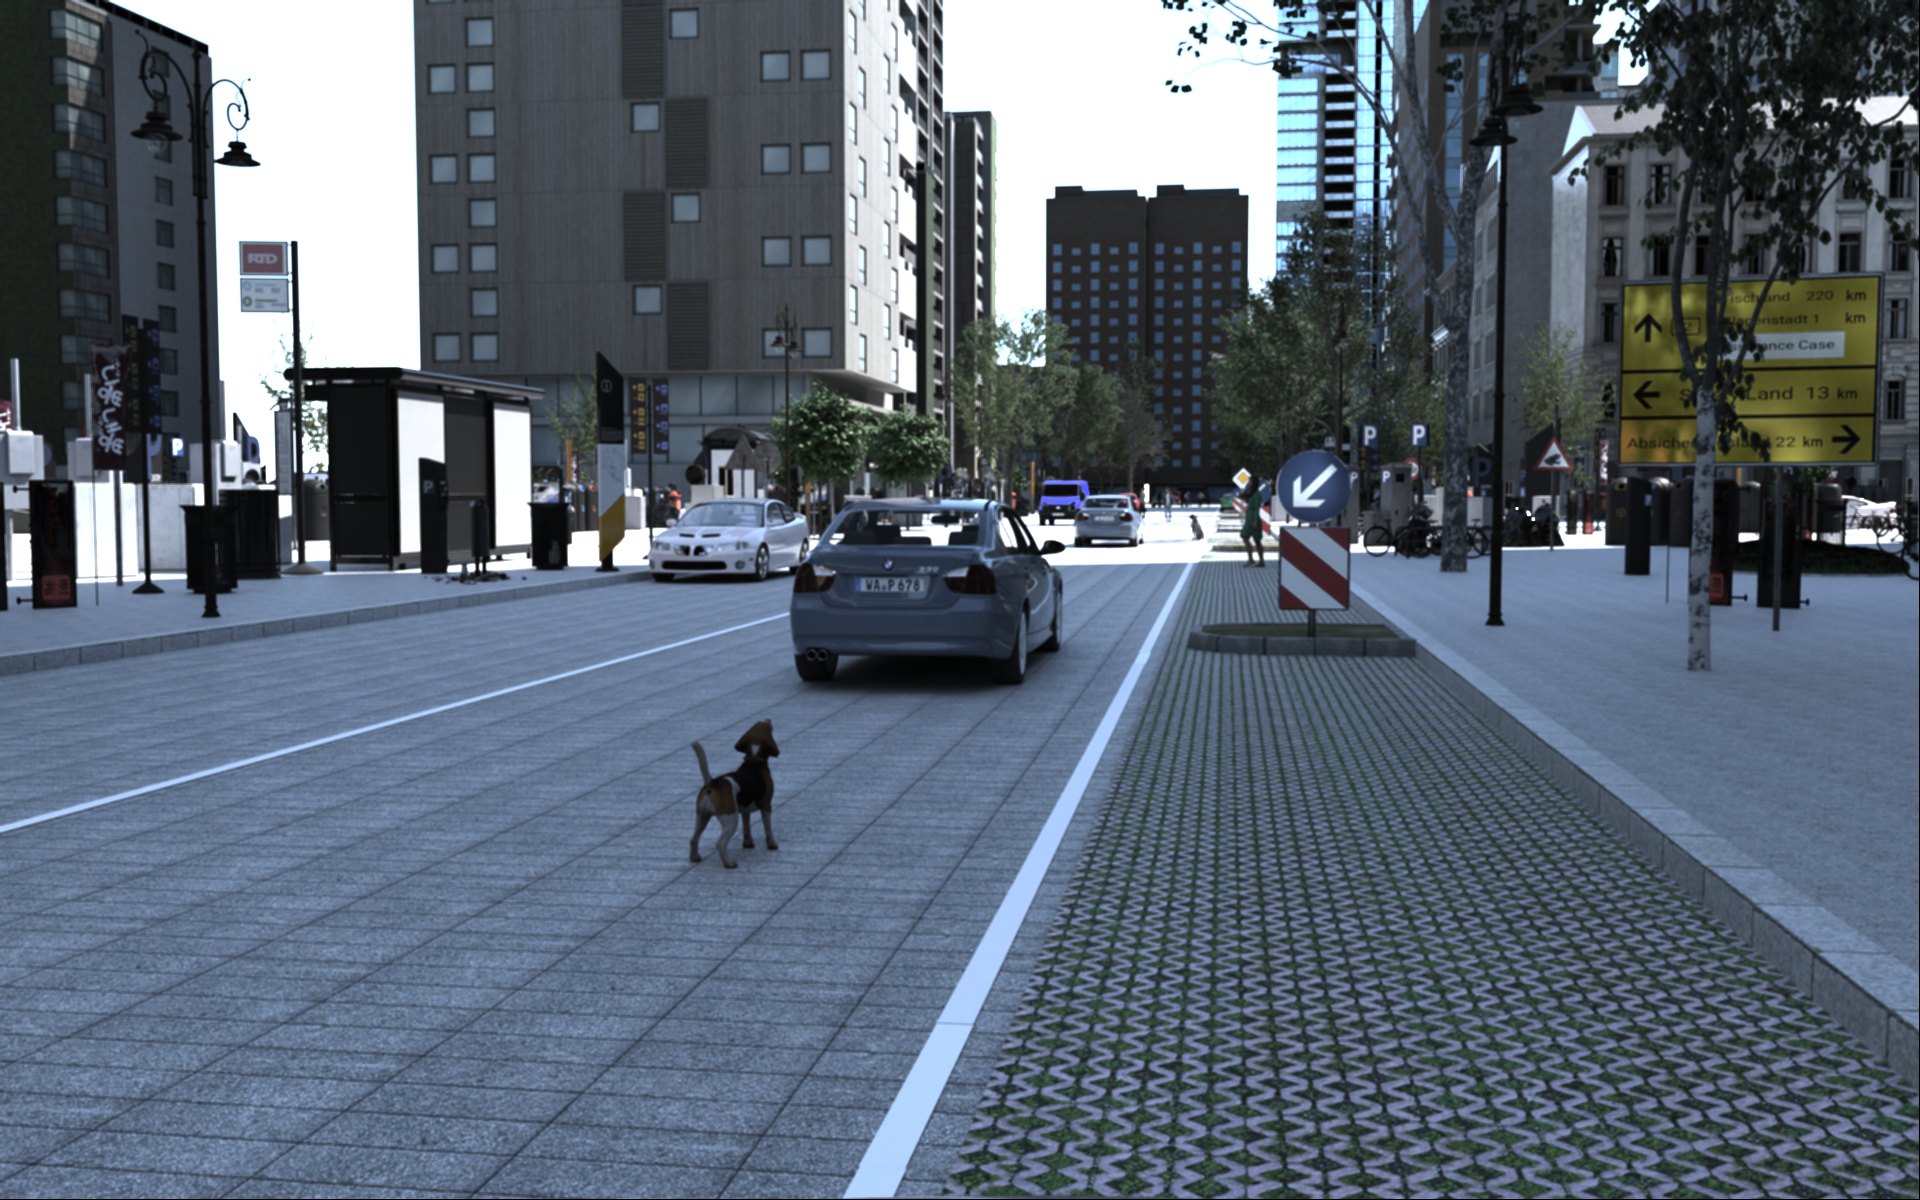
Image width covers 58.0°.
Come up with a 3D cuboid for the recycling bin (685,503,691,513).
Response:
[{"bbox_3d":[-7.496,-2.298,50.133,0.722,1.027,0.722,-3,4,-36],"label":"recycling bin"}]

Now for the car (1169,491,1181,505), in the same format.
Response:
[{"bbox_3d":[27.357,-13.044,221.941,2.281,1.827,5.304,1,4,11],"label":"car"}]

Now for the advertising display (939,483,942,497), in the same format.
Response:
[{"bbox_3d":[-0.935,-5.837,100.642,0.123,1.923,0.974,-2,4,-26],"label":"advertising display"}]

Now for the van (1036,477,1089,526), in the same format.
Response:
[{"bbox_3d":[4.825,-4.611,79.774,2.240,2.365,5.245,1,4,10],"label":"van"}]

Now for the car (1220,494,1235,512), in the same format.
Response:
[{"bbox_3d":[21.477,-7.824,136.716,1.959,1.807,4.718,1,4,9],"label":"car"}]

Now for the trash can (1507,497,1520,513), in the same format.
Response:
[{"bbox_3d":[27.830,-4.605,86.947,0.748,1.137,0.748,0,3,0],"label":"trash can"}]

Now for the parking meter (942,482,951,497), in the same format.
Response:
[{"bbox_3d":[-0.638,-4.610,81.082,0.399,1.863,0.255,-1,4,-16],"label":"parking meter"}]

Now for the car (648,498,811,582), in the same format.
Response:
[{"bbox_3d":[-3.883,-1.071,29.867,2.083,1.381,4.827,1,4,9],"label":"car"}]

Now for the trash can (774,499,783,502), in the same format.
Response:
[{"bbox_3d":[-5.091,-2.120,46.320,0.748,1.137,0.748,0,3,0],"label":"trash can"}]

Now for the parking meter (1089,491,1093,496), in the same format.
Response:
[{"bbox_3d":[10.926,-8.364,145.165,0.372,1.533,0.369,0,3,0],"label":"parking meter"}]

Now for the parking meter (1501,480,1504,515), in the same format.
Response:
[{"bbox_3d":[22.314,-4.041,71.775,0.255,1.863,0.399,-1,4,-15],"label":"parking meter"}]

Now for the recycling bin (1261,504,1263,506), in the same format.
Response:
[{"bbox_3d":[22.023,-6.959,126.336,0.722,1.027,0.722,2,4,32],"label":"recycling bin"}]

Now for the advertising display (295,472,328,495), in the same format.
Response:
[{"bbox_3d":[-18.867,-2.768,50.473,0.974,1.923,0.123,-2,4,-29],"label":"advertising display"}]

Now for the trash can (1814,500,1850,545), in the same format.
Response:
[{"bbox_3d":[20.041,-1.724,39.841,0.748,1.137,0.748,0,3,0],"label":"trash can"}]

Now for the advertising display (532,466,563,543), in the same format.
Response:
[{"bbox_3d":[-9.478,-2.092,39.412,0.974,1.923,0.123,1,4,19],"label":"advertising display"}]

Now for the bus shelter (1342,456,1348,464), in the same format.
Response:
[{"bbox_3d":[22.122,-6.857,103.388,1.731,3.624,6.357,1,4,9],"label":"bus shelter"}]

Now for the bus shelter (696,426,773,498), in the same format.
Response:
[{"bbox_3d":[-6.489,-3.712,54.612,2.014,3.302,5.546,1,4,9],"label":"bus shelter"}]

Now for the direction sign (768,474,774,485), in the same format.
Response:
[{"bbox_3d":[-9.538,-5.859,87.793,0.876,3.537,0.379,-2,4,-29],"label":"direction sign"}]

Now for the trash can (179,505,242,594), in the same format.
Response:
[{"bbox_3d":[-9.690,-0.658,22.417,0.748,1.137,0.748,0,3,0],"label":"trash can"}]

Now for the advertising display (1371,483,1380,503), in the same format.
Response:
[{"bbox_3d":[25.087,-6.077,104.578,0.123,1.923,0.974,3,5,39],"label":"advertising display"}]

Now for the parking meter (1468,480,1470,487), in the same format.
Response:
[{"bbox_3d":[21.518,-4.185,74.143,0.399,1.863,0.255,0,4,-1],"label":"parking meter"}]

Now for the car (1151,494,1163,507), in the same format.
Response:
[{"bbox_3d":[21.887,-11.030,189.138,1.959,1.807,4.718,1,4,10],"label":"car"}]

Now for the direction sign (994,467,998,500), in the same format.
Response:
[{"bbox_3d":[2.970,-9.261,143.411,0.379,3.537,0.876,-1,4,-15],"label":"direction sign"}]

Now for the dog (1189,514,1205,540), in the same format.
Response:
[{"bbox_3d":[7.353,-2.260,53.792,0.513,0.831,0.800,1,4,8],"label":"dog"}]

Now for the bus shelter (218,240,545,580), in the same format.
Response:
[{"bbox_3d":[-9.918,-3.203,29.998,2.179,5.291,8.768,1,4,9],"label":"bus shelter"}]

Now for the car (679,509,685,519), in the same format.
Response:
[{"bbox_3d":[-9.763,-3.724,73.243,4.827,1.381,2.083,1,4,10],"label":"car"}]

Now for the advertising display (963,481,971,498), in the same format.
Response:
[{"bbox_3d":[0.268,-4.289,75.333,0.123,1.923,0.974,-1,4,-17],"label":"advertising display"}]

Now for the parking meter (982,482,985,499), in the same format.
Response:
[{"bbox_3d":[1.107,-4.570,80.425,0.255,1.863,0.399,1,4,14],"label":"parking meter"}]

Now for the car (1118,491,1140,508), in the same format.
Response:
[{"bbox_3d":[11.592,-6.817,120.498,2.155,1.783,4.494,0,4,8],"label":"car"}]

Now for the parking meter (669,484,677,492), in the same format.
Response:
[{"bbox_3d":[-16.120,-5.596,97.204,0.399,1.863,0.255,-3,4,-36],"label":"parking meter"}]

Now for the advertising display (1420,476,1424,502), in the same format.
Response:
[{"bbox_3d":[16.181,-3.396,60.736,0.123,1.923,0.974,1,4,16],"label":"advertising display"}]

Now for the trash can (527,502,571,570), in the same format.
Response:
[{"bbox_3d":[-6.955,-1.082,29.350,0.748,1.137,0.748,0,3,0],"label":"trash can"}]

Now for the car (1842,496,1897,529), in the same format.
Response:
[{"bbox_3d":[33.399,-3.326,66.746,4.827,1.381,2.083,1,4,10],"label":"car"}]

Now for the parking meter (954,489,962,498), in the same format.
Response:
[{"bbox_3d":[-0.100,-4.903,88.583,0.372,1.533,0.369,0,3,0],"label":"parking meter"}]

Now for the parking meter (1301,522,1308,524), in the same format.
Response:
[{"bbox_3d":[14.837,-4.055,74.716,0.372,1.533,0.369,0,3,0],"label":"parking meter"}]

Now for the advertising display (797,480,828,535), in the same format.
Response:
[{"bbox_3d":[-4.608,-2.986,54.032,0.974,1.923,0.123,-1,4,-9],"label":"advertising display"}]

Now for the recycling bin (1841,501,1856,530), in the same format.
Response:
[{"bbox_3d":[31.592,-3.031,62.112,0.722,1.027,0.722,-2,4,-26],"label":"recycling bin"}]

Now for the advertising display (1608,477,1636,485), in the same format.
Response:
[{"bbox_3d":[24.337,-3.578,63.711,0.974,1.923,0.123,1,4,14],"label":"advertising display"}]

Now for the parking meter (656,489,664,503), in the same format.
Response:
[{"bbox_3d":[-14.022,-4.435,80.929,0.372,1.533,0.369,0,3,0],"label":"parking meter"}]

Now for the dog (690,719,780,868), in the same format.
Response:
[{"bbox_3d":[-0.893,0.761,6.851,0.406,0.507,0.540,-1,4,-17],"label":"dog"}]

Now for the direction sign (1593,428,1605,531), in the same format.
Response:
[{"bbox_3d":[21.952,-4.128,59.492,0.379,3.537,0.876,0,4,0],"label":"direction sign"}]

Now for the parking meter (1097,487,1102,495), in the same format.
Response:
[{"bbox_3d":[11.545,-8.397,143.002,0.399,1.863,0.255,1,4,9],"label":"parking meter"}]

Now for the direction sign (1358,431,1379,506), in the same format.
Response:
[{"bbox_3d":[14.638,-4.291,62.163,0.876,3.537,0.379,-2,4,-23],"label":"direction sign"}]

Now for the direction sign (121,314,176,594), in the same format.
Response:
[{"bbox_3d":[-10.517,-1.855,22.333,0.379,3.537,0.876,0,4,2],"label":"direction sign"}]

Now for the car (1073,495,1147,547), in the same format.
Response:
[{"bbox_3d":[4.162,-2.208,48.106,2.014,1.417,4.499,1,4,9],"label":"car"}]

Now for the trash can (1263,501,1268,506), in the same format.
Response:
[{"bbox_3d":[19.070,-5.846,107.235,0.748,1.137,0.748,0,3,0],"label":"trash can"}]

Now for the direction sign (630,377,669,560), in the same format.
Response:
[{"bbox_3d":[-6.060,-2.563,33.902,0.379,3.537,0.876,3,5,45],"label":"direction sign"}]

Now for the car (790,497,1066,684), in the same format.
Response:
[{"bbox_3d":[-0.173,-0.149,14.436,2.014,1.417,4.499,1,4,9],"label":"car"}]

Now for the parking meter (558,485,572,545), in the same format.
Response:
[{"bbox_3d":[-10.047,-2.177,43.999,0.372,1.533,0.369,0,3,0],"label":"parking meter"}]

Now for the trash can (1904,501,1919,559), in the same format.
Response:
[{"bbox_3d":[19.170,-1.394,34.438,0.748,1.137,0.748,0,3,0],"label":"trash can"}]
